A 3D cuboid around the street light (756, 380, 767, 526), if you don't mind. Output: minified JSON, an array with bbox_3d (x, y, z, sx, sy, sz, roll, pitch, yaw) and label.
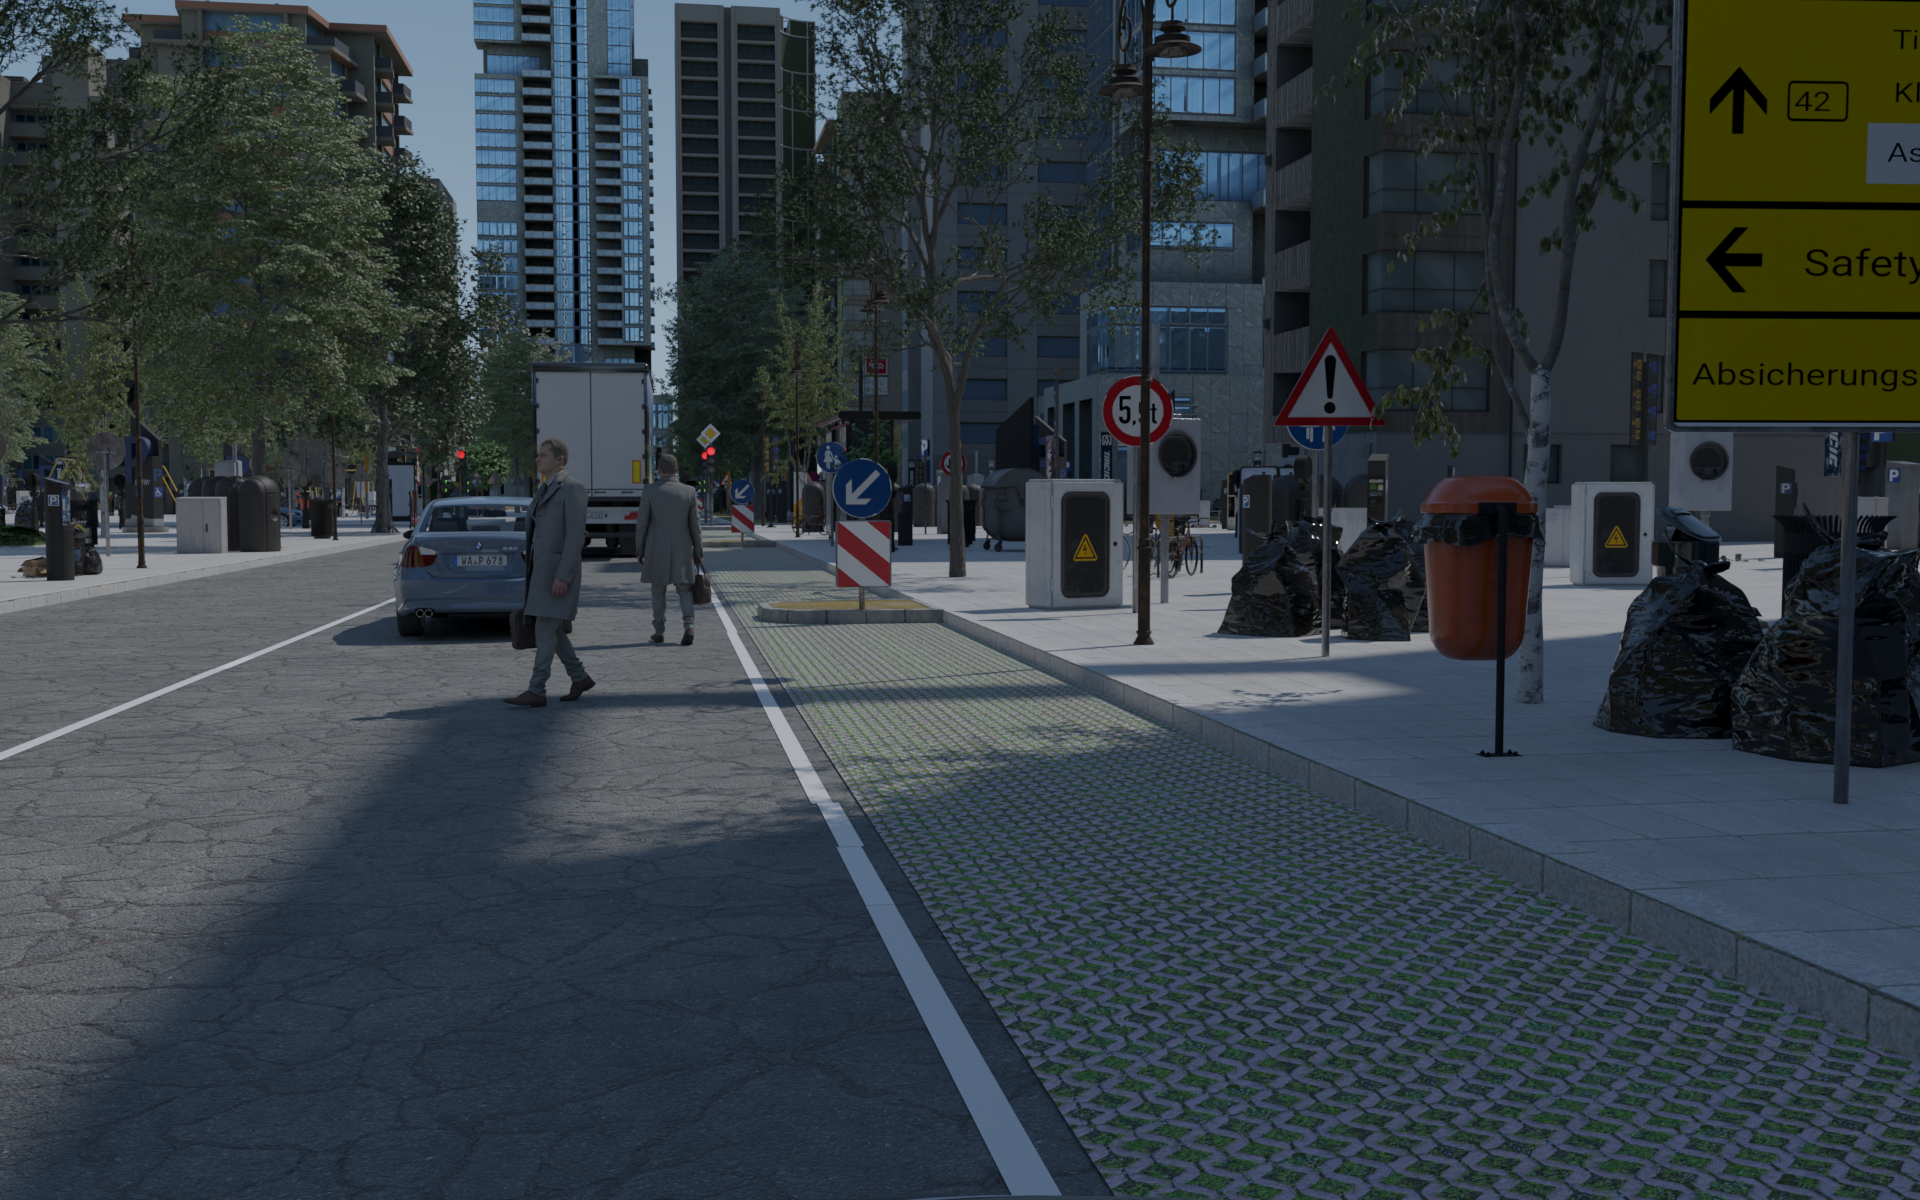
[{"bbox_3d":[-7.857,-5.884,68.995,0.468,5.910,1.993,-1,4,-10],"label":"street light"}]

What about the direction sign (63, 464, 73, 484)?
[{"bbox_3d":[-70.082,-8.832,136.400,0.379,3.537,0.876,0,4,4],"label":"direction sign"}]

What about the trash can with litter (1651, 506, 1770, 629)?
[{"bbox_3d":[6.959,-0.284,16.033,0.624,1.170,1.055,-3,4,-37],"label":"trash can with litter"}]

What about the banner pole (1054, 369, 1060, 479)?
[{"bbox_3d":[1.936,-2.751,34.999,0.401,3.779,0.863,0,4,-2],"label":"banner pole"}]

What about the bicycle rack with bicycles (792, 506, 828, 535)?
[{"bbox_3d":[-3.465,-2.501,54.273,2.925,0.926,2.852,3,5,40],"label":"bicycle rack with bicycles"}]

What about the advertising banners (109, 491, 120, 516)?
[{"bbox_3d":[-49.069,-6.424,101.217,0.090,3.025,2.074,1,4,20],"label":"advertising banners"}]

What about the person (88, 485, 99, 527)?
[{"bbox_3d":[-34.290,-3.641,68.455,0.576,1.772,0.534,1,4,16],"label":"person"}]

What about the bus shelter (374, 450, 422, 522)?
[{"bbox_3d":[-26.568,-5.449,83.021,2.014,3.302,5.546,-1,4,-10],"label":"bus shelter"}]

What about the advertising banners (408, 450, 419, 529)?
[{"bbox_3d":[-20.177,-4.152,64.074,0.090,3.025,2.074,0,4,-7],"label":"advertising banners"}]

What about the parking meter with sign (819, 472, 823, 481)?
[{"bbox_3d":[-10.242,-8.615,137.124,1.738,3.016,0.543,1,4,21],"label":"parking meter with sign"}]

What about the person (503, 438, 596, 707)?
[{"bbox_3d":[-2.802,-0.195,11.790,0.767,1.812,0.694,-3,4,-37],"label":"person"}]

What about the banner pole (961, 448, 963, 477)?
[{"bbox_3d":[0.071,-6.362,94.032,0.401,3.779,0.863,-1,4,-9],"label":"banner pole"}]

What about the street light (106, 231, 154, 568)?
[{"bbox_3d":[-14.152,-3.486,29.780,0.468,5.910,1.993,-1,4,-10],"label":"street light"}]

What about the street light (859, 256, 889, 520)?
[{"bbox_3d":[-1.587,-3.674,32.861,0.468,5.910,1.993,-1,4,-10],"label":"street light"}]

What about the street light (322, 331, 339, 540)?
[{"bbox_3d":[-17.314,-4.590,47.842,0.468,5.910,1.993,-1,4,-10],"label":"street light"}]

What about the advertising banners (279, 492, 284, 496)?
[{"bbox_3d":[-52.772,-8.559,136.135,0.090,3.025,2.074,1,4,21],"label":"advertising banners"}]

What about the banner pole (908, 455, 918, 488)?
[{"bbox_3d":[-2.973,-7.451,111.841,0.863,3.779,0.401,-1,4,-21],"label":"banner pole"}]

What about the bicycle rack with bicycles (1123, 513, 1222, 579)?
[{"bbox_3d":[2.907,-0.881,27.788,2.852,0.926,2.925,2,4,31],"label":"bicycle rack with bicycles"}]

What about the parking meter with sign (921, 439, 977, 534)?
[{"bbox_3d":[-0.345,-3.622,55.473,1.738,3.016,0.543,-2,4,-24],"label":"parking meter with sign"}]

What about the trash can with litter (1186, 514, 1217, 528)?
[{"bbox_3d":[9.047,-3.319,65.321,2.233,1.210,1.678,3,5,45],"label":"trash can with litter"}]

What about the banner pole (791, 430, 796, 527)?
[{"bbox_3d":[-6.328,-4.714,67.097,0.401,3.779,0.863,-1,4,-13],"label":"banner pole"}]

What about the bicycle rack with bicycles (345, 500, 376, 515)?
[{"bbox_3d":[-36.163,-5.620,105.273,2.852,0.926,2.925,2,4,34],"label":"bicycle rack with bicycles"}]

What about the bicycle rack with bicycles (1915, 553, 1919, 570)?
[{"bbox_3d":[12.848,-0.415,20.162,2.852,0.926,2.925,1,4,10],"label":"bicycle rack with bicycles"}]

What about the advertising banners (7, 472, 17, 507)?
[{"bbox_3d":[-75.653,-8.740,139.087,2.074,3.025,0.090,-1,4,-19],"label":"advertising banners"}]

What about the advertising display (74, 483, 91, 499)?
[{"bbox_3d":[-49.497,-5.659,97.738,0.123,1.923,0.974,2,4,30],"label":"advertising display"}]

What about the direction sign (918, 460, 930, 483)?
[{"bbox_3d":[-2.403,-7.521,114.970,0.876,3.537,0.379,0,4,5],"label":"direction sign"}]

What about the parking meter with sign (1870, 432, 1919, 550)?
[{"bbox_3d":[21.866,-2.682,40.105,1.738,3.016,0.543,-2,4,-27],"label":"parking meter with sign"}]

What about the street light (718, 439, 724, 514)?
[{"bbox_3d":[-15.673,-8.604,113.460,0.468,5.910,1.993,-1,4,-10],"label":"street light"}]

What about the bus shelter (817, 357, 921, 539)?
[{"bbox_3d":[-2.716,-4.294,47.842,2.179,5.291,8.768,-1,4,-10],"label":"bus shelter"}]

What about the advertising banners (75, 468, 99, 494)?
[{"bbox_3d":[-57.724,-7.280,115.220,2.074,3.025,0.090,-3,5,-44],"label":"advertising banners"}]

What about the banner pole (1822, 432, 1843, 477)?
[{"bbox_3d":[15.450,-2.472,30.434,0.401,3.779,0.863,-1,4,-10],"label":"banner pole"}]

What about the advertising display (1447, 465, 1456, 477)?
[{"bbox_3d":[11.200,-2.097,39.500,0.123,1.923,0.974,1,4,20],"label":"advertising display"}]

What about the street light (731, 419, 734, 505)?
[{"bbox_3d":[-12.459,-7.461,94.775,0.468,5.910,1.993,-1,4,-10],"label":"street light"}]

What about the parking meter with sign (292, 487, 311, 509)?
[{"bbox_3d":[-45.176,-7.456,118.161,1.738,3.016,0.543,-1,4,-13],"label":"parking meter with sign"}]

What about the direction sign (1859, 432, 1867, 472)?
[{"bbox_3d":[32.046,-4.287,62.096,0.876,3.537,0.379,0,4,-4],"label":"direction sign"}]

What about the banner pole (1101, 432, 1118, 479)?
[{"bbox_3d":[5.335,-4.359,61.292,0.863,3.779,0.401,-1,4,-22],"label":"banner pole"}]

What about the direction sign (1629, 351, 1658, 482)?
[{"bbox_3d":[10.982,-2.194,27.871,0.876,3.537,0.379,-3,5,-43],"label":"direction sign"}]

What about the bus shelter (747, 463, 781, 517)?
[{"bbox_3d":[-10.826,-6.221,95.630,2.014,3.302,5.546,-1,4,-10],"label":"bus shelter"}]

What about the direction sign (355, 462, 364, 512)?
[{"bbox_3d":[-42.315,-7.978,122.436,0.379,3.537,0.876,3,4,36],"label":"direction sign"}]

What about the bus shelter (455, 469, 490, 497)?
[{"bbox_3d":[-28.717,-6.821,102.802,1.731,3.624,6.357,-1,4,-10],"label":"bus shelter"}]

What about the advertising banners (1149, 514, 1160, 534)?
[{"bbox_3d":[6.611,-3.645,55.779,0.090,3.025,2.074,-3,5,-44],"label":"advertising banners"}]

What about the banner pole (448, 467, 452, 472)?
[{"bbox_3d":[-31.820,-7.222,108.101,0.401,3.779,0.863,-3,4,-37],"label":"banner pole"}]

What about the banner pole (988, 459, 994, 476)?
[{"bbox_3d":[2.099,-7.252,108.585,0.863,3.779,0.401,2,4,32],"label":"banner pole"}]

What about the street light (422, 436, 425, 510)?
[{"bbox_3d":[-20.639,-5.735,66.558,0.468,5.910,1.993,-1,4,-10],"label":"street light"}]

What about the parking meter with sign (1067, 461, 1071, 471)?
[{"bbox_3d":[5.432,-5.866,92.173,0.543,3.016,1.738,0,4,-8],"label":"parking meter with sign"}]

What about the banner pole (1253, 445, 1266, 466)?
[{"bbox_3d":[15.414,-6.054,89.006,0.863,3.779,0.401,-1,4,-19],"label":"banner pole"}]

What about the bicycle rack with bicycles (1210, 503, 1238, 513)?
[{"bbox_3d":[11.317,-3.507,70.722,2.852,0.926,2.925,-1,4,-10],"label":"bicycle rack with bicycles"}]

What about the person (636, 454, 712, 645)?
[{"bbox_3d":[-2.761,-0.488,16.586,0.694,1.812,0.767,-1,4,-20],"label":"person"}]

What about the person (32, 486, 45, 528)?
[{"bbox_3d":[-36.362,-3.678,68.411,0.659,1.850,0.755,0,4,2],"label":"person"}]

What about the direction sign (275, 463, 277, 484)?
[{"bbox_3d":[-49.582,-8.174,125.642,0.379,3.537,0.876,-2,4,-27],"label":"direction sign"}]

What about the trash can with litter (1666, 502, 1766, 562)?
[{"bbox_3d":[14.274,-1.362,33.334,2.233,1.210,1.678,2,4,31],"label":"trash can with litter"}]

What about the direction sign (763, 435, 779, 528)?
[{"bbox_3d":[-7.231,-4.543,66.276,0.379,3.537,0.876,3,4,36],"label":"direction sign"}]

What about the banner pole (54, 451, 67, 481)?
[{"bbox_3d":[-52.313,-6.785,100.943,0.401,3.779,0.863,3,5,43],"label":"banner pole"}]

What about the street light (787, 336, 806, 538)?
[{"bbox_3d":[-4.787,-4.779,50.917,0.468,5.910,1.993,-1,4,-10],"label":"street light"}]

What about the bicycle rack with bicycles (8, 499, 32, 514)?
[{"bbox_3d":[-62.653,-6.206,114.854,2.925,0.926,2.852,1,4,8],"label":"bicycle rack with bicycles"}]

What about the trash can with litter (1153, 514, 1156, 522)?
[{"bbox_3d":[9.273,-4.219,80.375,1.055,1.170,0.624,3,5,39],"label":"trash can with litter"}]

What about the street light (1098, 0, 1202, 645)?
[{"bbox_3d":[1.569,-2.558,14.604,0.468,5.910,1.993,-1,4,-10],"label":"street light"}]

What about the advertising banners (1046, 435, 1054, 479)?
[{"bbox_3d":[2.363,-3.432,52.300,0.090,3.025,2.074,-2,4,-23],"label":"advertising banners"}]

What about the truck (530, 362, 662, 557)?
[{"bbox_3d":[-8.762,-3.273,42.430,2.839,4.237,11.283,-1,4,-9],"label":"truck"}]
